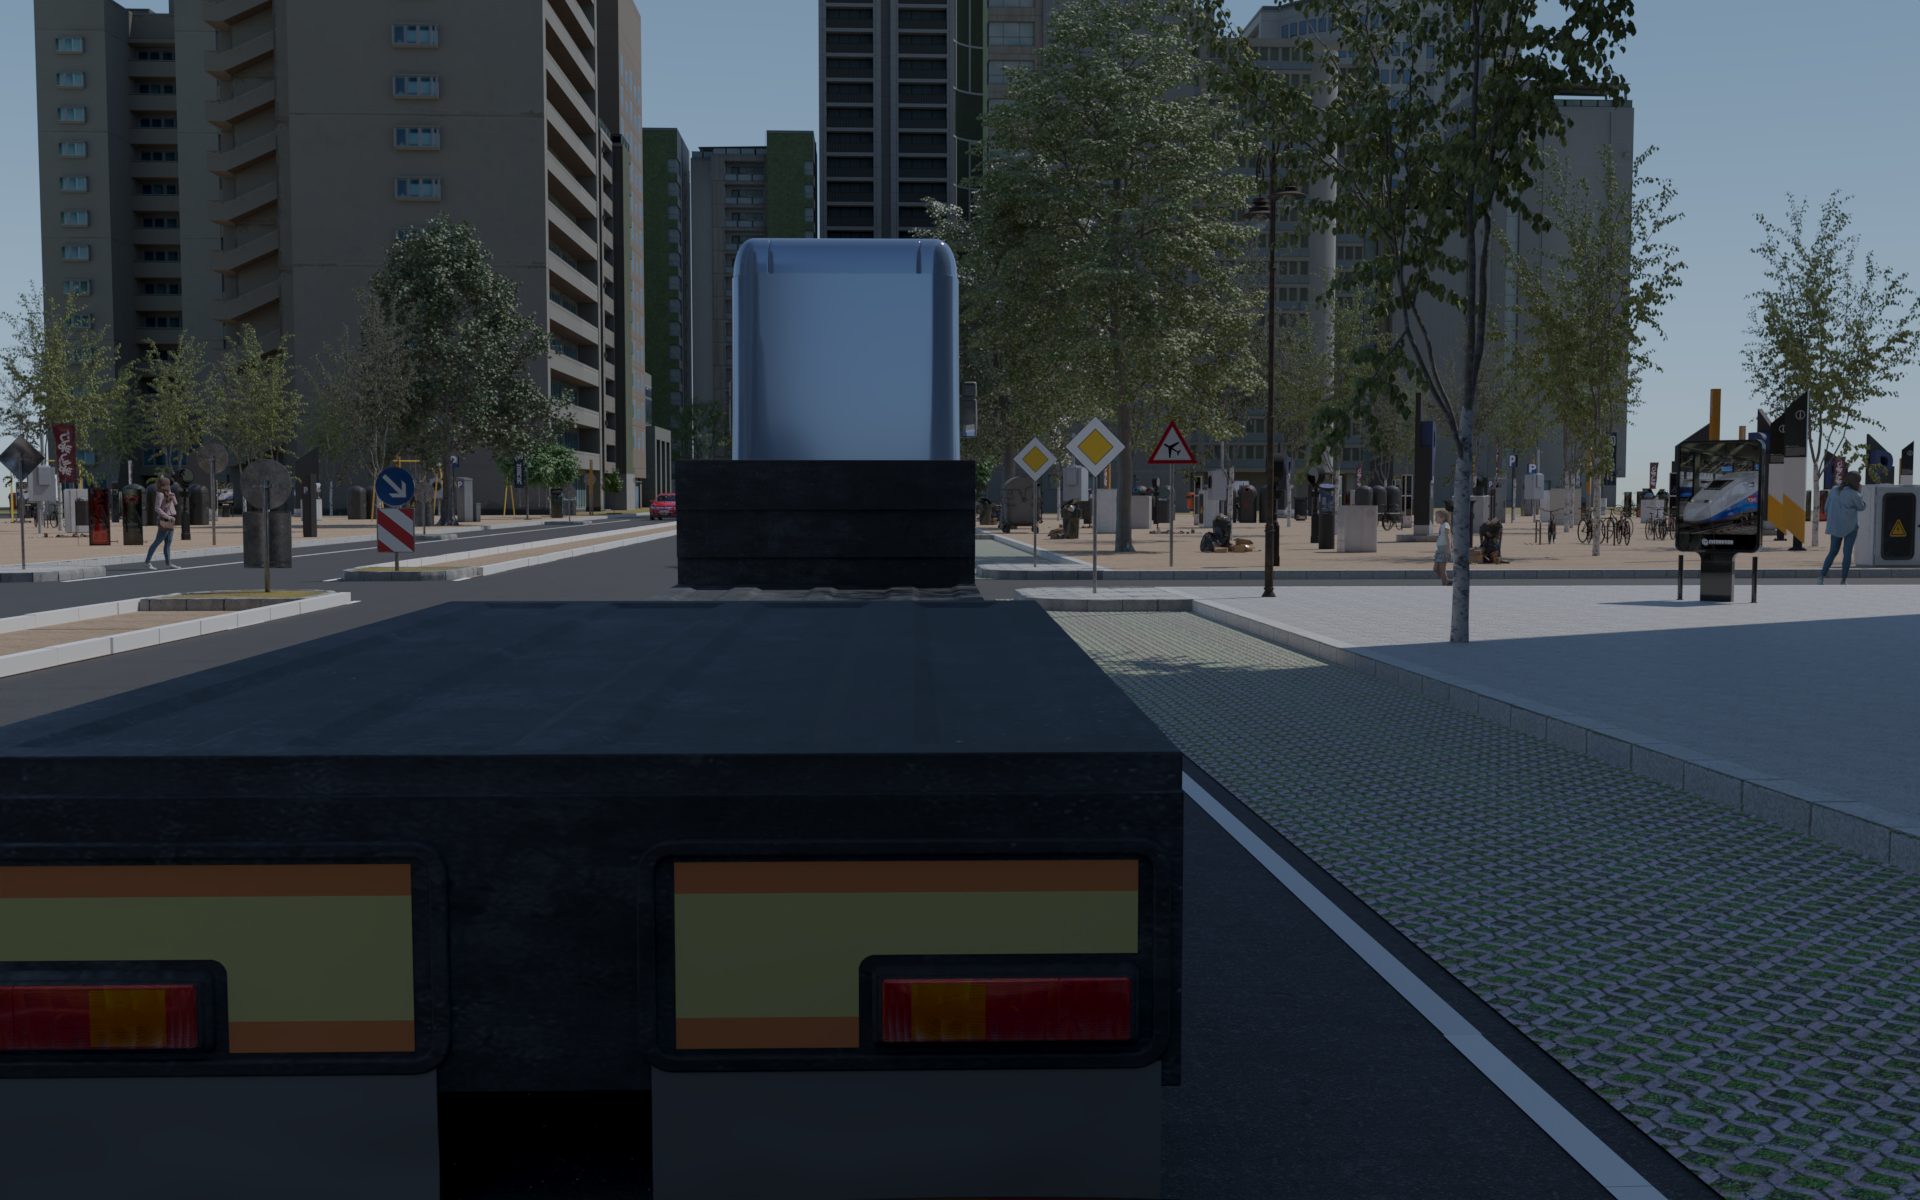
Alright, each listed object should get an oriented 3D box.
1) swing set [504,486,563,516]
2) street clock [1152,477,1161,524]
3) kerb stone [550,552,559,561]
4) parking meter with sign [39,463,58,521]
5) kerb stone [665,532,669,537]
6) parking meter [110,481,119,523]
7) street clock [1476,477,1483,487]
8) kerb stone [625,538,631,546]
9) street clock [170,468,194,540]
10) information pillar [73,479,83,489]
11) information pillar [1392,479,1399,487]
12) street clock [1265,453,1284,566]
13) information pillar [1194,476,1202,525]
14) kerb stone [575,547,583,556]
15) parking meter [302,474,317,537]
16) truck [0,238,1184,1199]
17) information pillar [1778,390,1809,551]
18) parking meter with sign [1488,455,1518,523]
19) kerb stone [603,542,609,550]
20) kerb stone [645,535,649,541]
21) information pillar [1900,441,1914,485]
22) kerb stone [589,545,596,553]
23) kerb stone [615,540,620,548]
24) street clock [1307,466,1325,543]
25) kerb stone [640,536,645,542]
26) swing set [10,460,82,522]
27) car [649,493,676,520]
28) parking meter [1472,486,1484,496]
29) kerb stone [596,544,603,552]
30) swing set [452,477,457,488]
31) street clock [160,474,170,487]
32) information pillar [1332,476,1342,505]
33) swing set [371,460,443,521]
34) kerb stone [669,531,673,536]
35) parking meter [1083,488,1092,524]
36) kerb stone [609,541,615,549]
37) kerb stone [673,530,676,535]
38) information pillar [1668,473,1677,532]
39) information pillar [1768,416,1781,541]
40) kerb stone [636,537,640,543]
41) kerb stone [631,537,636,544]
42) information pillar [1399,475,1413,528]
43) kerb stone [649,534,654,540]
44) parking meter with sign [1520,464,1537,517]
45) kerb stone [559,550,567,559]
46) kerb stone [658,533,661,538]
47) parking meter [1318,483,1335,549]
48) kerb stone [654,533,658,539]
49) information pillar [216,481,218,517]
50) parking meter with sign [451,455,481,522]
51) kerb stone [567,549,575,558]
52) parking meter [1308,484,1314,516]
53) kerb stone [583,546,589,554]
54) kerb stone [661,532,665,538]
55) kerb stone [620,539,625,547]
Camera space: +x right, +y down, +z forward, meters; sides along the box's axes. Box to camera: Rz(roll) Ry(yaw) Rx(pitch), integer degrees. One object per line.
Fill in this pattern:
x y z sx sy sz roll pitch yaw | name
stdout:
-25.085 -6.342 101.308 3.119 2.851 2.862 0 4 -2 | swing set
8.346 -4.226 73.671 0.358 2.002 0.471 2 4 27 | street clock
-8.774 -0.906 37.010 0.120 0.150 1.000 0 4 -3 | kerb stone
-44.265 -5.370 84.062 1.738 3.016 0.543 2 4 32 | parking meter with sign
-9.868 -2.157 57.512 0.120 0.150 1.000 0 4 -3 | kerb stone
-38.156 -4.433 78.197 0.255 1.863 0.399 -3 5 -40 | parking meter
22.554 -4.335 75.446 0.358 2.002 0.471 -1 4 -18 | street clock
-9.376 -1.595 48.278 0.120 0.150 1.000 0 4 -3 | kerb stone
-21.569 -2.669 48.201 0.358 2.002 0.471 3 4 36 | street clock
-42.223 -4.798 82.937 0.304 2.012 0.304 0 4 7 | information pillar
21.933 -5.052 87.099 0.304 2.012 0.304 -1 4 -13 | information pillar
5.576 -1.601 30.748 0.358 2.002 0.471 0 4 -2 | street clock
9.752 -4.064 70.933 0.304 2.012 0.304 1 4 14 | information pillar
-8.941 -1.095 40.094 0.120 0.150 1.000 0 4 -3 | kerb stone
-19.312 -2.795 51.402 0.399 1.863 0.255 2 4 32 | parking meter
-1.046 -1.392 12.513 2.967 4.110 18.799 0 4 -2 | truck
18.919 -2.926 39.197 0.504 3.616 0.183 3 5 44 | information pillar
23.624 -4.893 76.254 1.738 3.016 0.543 -1 4 -18 | parking meter with sign
-9.158 -1.343 44.182 0.120 0.150 1.000 0 4 -3 | kerb stone
-9.596 -1.844 52.384 0.120 0.150 1.000 0 4 -3 | kerb stone
41.286 -5.147 75.501 0.504 3.616 0.183 1 4 18 | information pillar
-9.054 -1.215 42.137 0.120 0.150 1.000 0 4 -3 | kerb stone
-9.272 -1.470 46.226 0.120 0.150 1.000 0 4 -3 | kerb stone
9.267 -2.479 45.099 0.358 2.002 0.471 -2 4 -27 | street clock
-9.540 -1.784 51.358 0.120 0.150 1.000 0 4 -3 | kerb stone
-42.265 -5.030 79.866 3.119 2.851 2.862 -2 4 -28 | swing set
-16.089 -5.325 96.097 2.155 1.783 4.494 0 4 -1 | car
17.336 -3.031 57.975 0.372 1.533 0.369 0 3 0 | parking meter
-9.098 -1.282 43.161 0.120 0.150 1.000 0 4 -3 | kerb stone
-30.855 -6.427 102.699 2.862 2.851 3.119 0 4 2 | swing set
-28.410 -3.511 61.971 0.358 2.002 0.471 -3 5 -41 | street clock
15.344 -4.040 70.545 0.304 2.012 0.304 2 4 31 | information pillar
-25.800 -5.079 80.666 3.119 2.851 2.862 -2 4 -30 | swing set
-9.918 -2.223 58.533 0.120 0.150 1.000 0 4 -3 | kerb stone
5.464 -4.014 74.037 0.372 1.533 0.369 0 3 0 | parking meter
-9.218 -1.407 45.202 0.120 0.150 1.000 0 4 -3 | kerb stone
-9.976 -2.276 59.555 0.120 0.150 1.000 0 4 -3 | kerb stone
24.465 -3.355 59.339 0.304 2.012 0.304 2 4 33 | information pillar
22.459 -3.434 47.494 0.504 3.616 0.183 2 4 26 | information pillar
-9.493 -1.717 50.332 0.120 0.150 1.000 0 4 -3 | kerb stone
-9.437 -1.658 49.311 0.120 0.150 1.000 0 4 -3 | kerb stone
16.894 -3.730 65.483 0.304 2.012 0.304 -1 4 -15 | information pillar
-9.652 -1.907 53.405 0.120 0.150 1.000 0 4 -3 | kerb stone
32.688 -6.327 99.705 0.543 3.016 1.738 0 4 3 | parking meter with sign
-8.843 -0.969 38.039 0.120 0.150 1.000 0 4 -3 | kerb stone
-9.763 -2.034 55.446 0.120 0.150 1.000 0 4 -3 | kerb stone
8.540 -1.951 40.302 0.372 1.533 0.369 0 3 0 | parking meter
-9.702 -1.971 54.425 0.120 0.150 1.000 0 4 -3 | kerb stone
-40.428 -5.462 93.798 0.304 2.012 0.304 0 4 8 | information pillar
-22.471 -5.040 78.659 0.543 3.016 1.738 1 4 20 | parking meter with sign
-8.896 -1.027 39.063 0.120 0.150 1.000 0 4 -3 | kerb stone
20.203 -5.739 99.539 0.399 1.863 0.255 -3 5 -43 | parking meter
-8.999 -1.157 41.116 0.120 0.150 1.000 0 4 -3 | kerb stone
-9.818 -2.097 56.477 0.120 0.150 1.000 0 4 -3 | kerb stone
-9.332 -1.532 47.246 0.120 0.150 1.000 0 4 -3 | kerb stone
